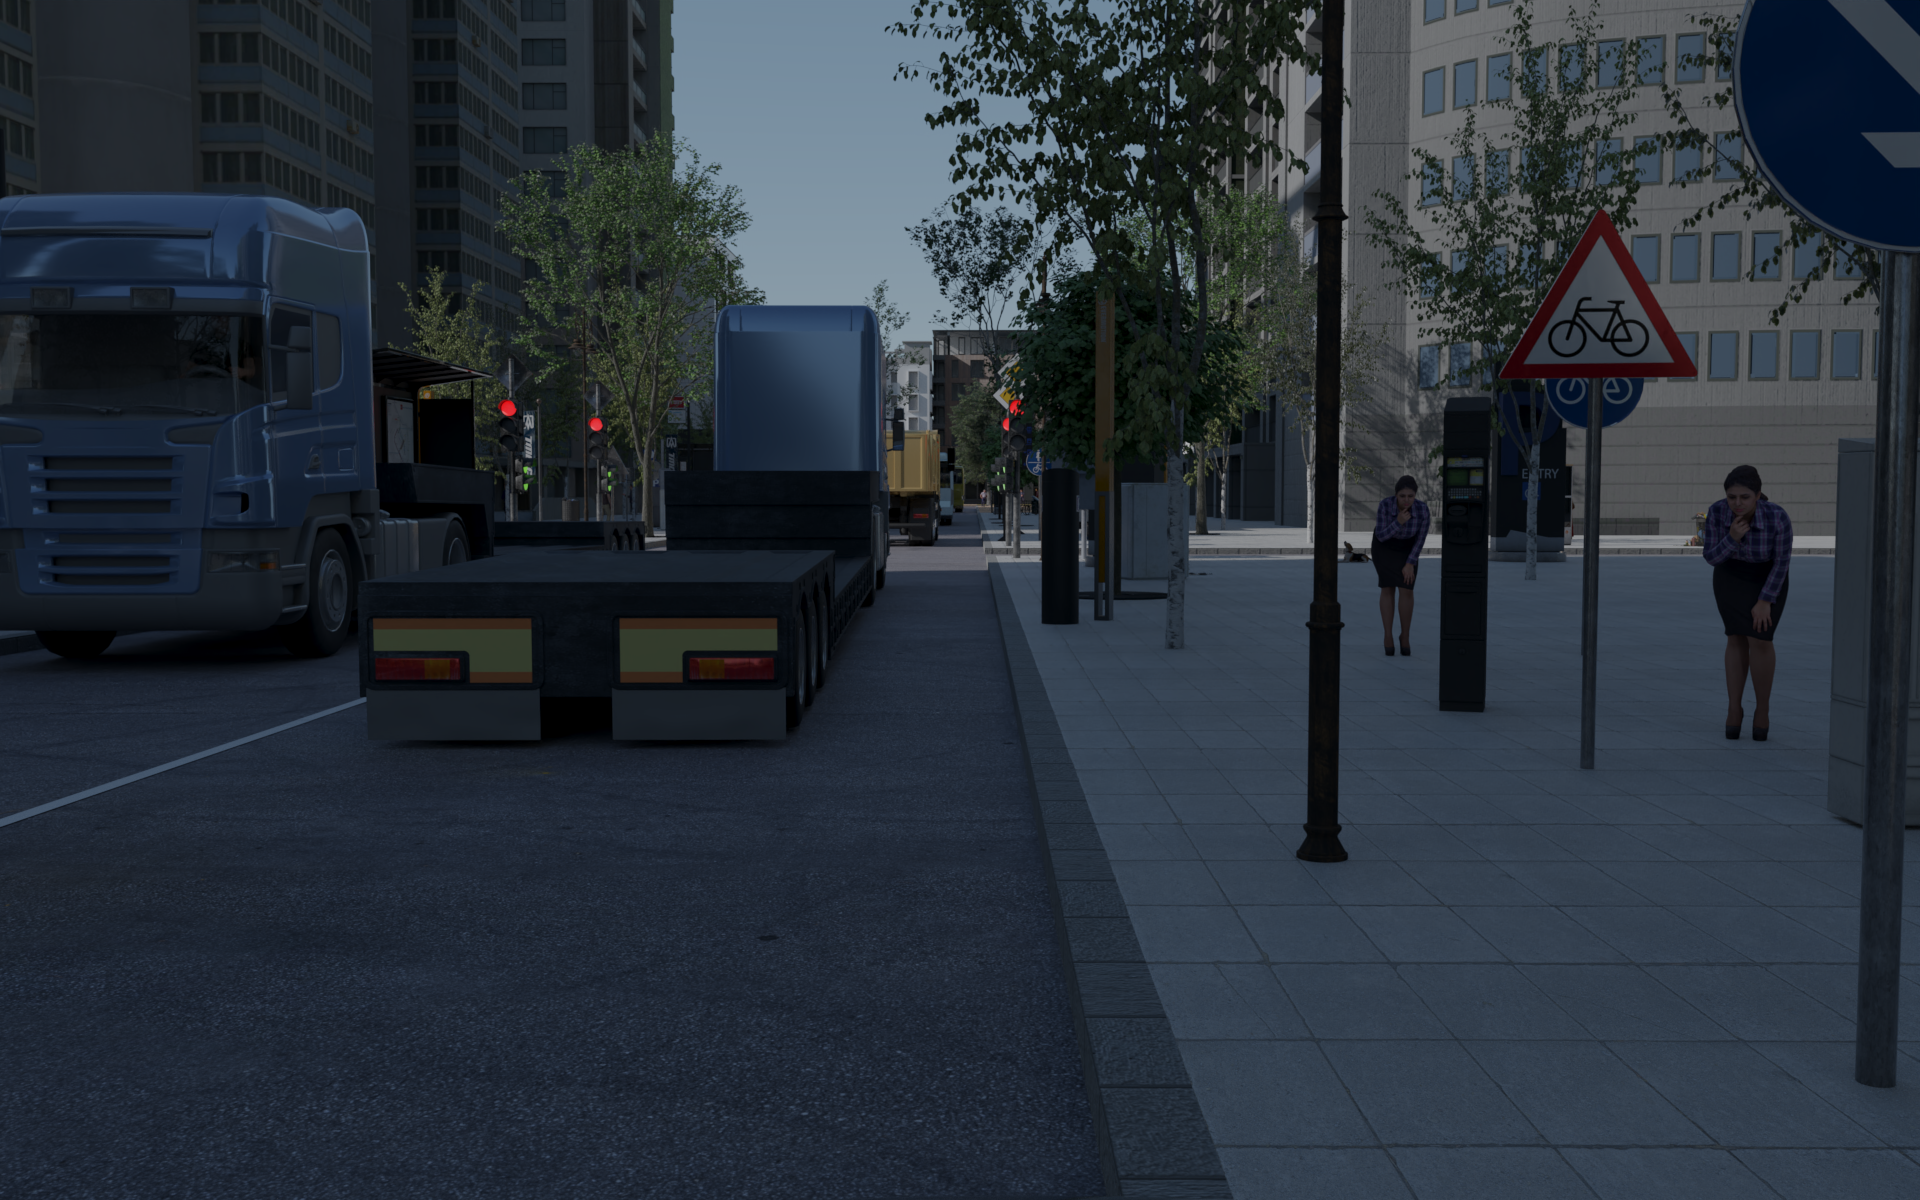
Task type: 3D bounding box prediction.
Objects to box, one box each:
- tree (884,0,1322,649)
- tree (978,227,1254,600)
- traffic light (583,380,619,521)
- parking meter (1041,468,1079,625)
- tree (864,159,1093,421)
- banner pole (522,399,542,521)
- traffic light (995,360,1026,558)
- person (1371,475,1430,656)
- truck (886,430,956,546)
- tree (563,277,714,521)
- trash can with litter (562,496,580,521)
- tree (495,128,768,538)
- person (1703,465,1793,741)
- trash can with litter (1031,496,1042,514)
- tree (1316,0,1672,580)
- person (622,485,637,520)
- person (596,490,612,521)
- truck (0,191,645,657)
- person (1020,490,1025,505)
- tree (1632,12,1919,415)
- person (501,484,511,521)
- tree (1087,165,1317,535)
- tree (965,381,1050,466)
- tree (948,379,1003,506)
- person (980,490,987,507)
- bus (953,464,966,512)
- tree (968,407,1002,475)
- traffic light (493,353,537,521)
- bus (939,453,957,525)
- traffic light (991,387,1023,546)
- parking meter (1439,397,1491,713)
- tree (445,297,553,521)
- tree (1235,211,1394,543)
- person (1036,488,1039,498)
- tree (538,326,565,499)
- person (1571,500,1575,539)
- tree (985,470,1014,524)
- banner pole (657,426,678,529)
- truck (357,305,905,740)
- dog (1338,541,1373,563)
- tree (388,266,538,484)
[{"bbox_3d":[1.547,-3.899,14.115,4.737,8.622,4.395,0,3,0],"label":"tree"},{"bbox_3d":[1.881,-2.313,21.539,4.285,4.588,4.351,0,3,0],"label":"tree"},{"bbox_3d":[-8.861,-3.284,42.620,0.839,4.253,0.868,0,4,0],"label":"traffic light"},{"bbox_3d":[0.993,-0.534,17.137,0.372,1.533,0.369,0,3,0],"label":"parking meter"},{"bbox_3d":[3.506,-14.828,98.321,12.611,20.169,13.585,0,3,0],"label":"tree"},{"bbox_3d":[-11.249,-3.405,45.688,0.863,3.779,0.401,2,4,29],"label":"banner pole"},{"bbox_3d":[1.119,-2.792,34.574,0.839,4.253,0.868,0,4,0],"label":"traffic light"},{"bbox_3d":[3.473,-0.268,13.656,0.421,1.427,0.697,0,4,5],"label":"person"},{"bbox_3d":[-1.924,-3.373,51.074,3.469,3.379,9.791,0,4,1],"label":"truck"},{"bbox_3d":[-10.664,-6.580,57.952,4.737,8.622,4.395,0,3,0],"label":"tree"},{"bbox_3d":[-11.976,-2.474,51.507,2.233,1.210,1.678,-1,4,-13],"label":"trash can with litter"},{"bbox_3d":[-9.314,-7.639,50.648,9.928,11.665,9.643,0,3,0],"label":"tree"},{"bbox_3d":[4.079,0.019,8.964,0.421,1.427,0.697,2,4,32],"label":"person"},{"bbox_3d":[5.037,-6.064,110.532,1.055,1.170,0.624,2,4,28],"label":"trash can with litter"},{"bbox_3d":[8.421,-4.615,25.823,4.737,8.622,4.395,0,3,0],"label":"tree"},{"bbox_3d":[-16.496,-4.884,86.422,0.750,1.759,0.617,-1,4,-13],"label":"person"},{"bbox_3d":[-12.989,-3.499,63.383,0.598,1.807,0.434,2,4,31],"label":"person"},{"bbox_3d":[-6.815,-1.983,22.173,2.967,4.110,18.799,0,4,-1],"label":"truck"},{"bbox_3d":[6.575,-10.797,183.021,0.683,1.767,0.568,1,4,14],"label":"person"},{"bbox_3d":[8.726,-4.013,15.975,4.360,8.622,3.978,0,3,0],"label":"tree"},{"bbox_3d":[-18.618,-3.943,71.213,0.504,1.737,0.576,2,4,27],"label":"person"},{"bbox_3d":[7.452,-7.860,54.274,9.928,11.665,9.643,0,3,0],"label":"tree"},{"bbox_3d":[3.808,-11.483,122.151,7.601,10.594,8.767,0,4,5],"label":"tree"},{"bbox_3d":[3.338,-17.357,190.435,9.857,13.997,8.962,0,3,0],"label":"tree"},{"bbox_3d":[2.400,-10.089,171.935,0.756,1.711,0.436,-1,4,-13],"label":"person"},{"bbox_3d":[-0.947,-8.939,137.696,2.896,3.916,12.252,0,3,0],"label":"bus"},{"bbox_3d":[2.681,-11.952,145.783,4.360,8.622,3.978,0,3,0],"label":"tree"},{"bbox_3d":[-8.922,-2.796,34.635,0.839,4.253,0.868,0,4,0],"label":"traffic light"},{"bbox_3d":[-1.603,-5.411,83.326,2.948,3.499,13.247,0,4,0],"label":"bus"},{"bbox_3d":[1.181,-3.281,42.559,0.839,4.253,0.868,0,4,0],"label":"traffic light"},{"bbox_3d":[2.999,-0.280,10.284,0.255,1.863,0.399,1,4,19],"label":"parking meter"},{"bbox_3d":[-16.989,-6.948,63.956,4.360,8.622,3.978,0,3,0],"label":"tree"},{"bbox_3d":[9.157,-5.786,44.963,4.360,8.622,3.978,0,3,0],"label":"tree"},{"bbox_3d":[7.246,-9.636,163.552,0.705,1.831,1.348,0,4,3],"label":"person"},{"bbox_3d":[-17.076,-7.552,73.834,4.737,8.622,4.395,0,3,0],"label":"tree"},{"bbox_3d":[17.156,-2.474,48.958,0.387,1.526,0.523,3,4,36],"label":"person"},{"bbox_3d":[1.994,-4.942,75.396,1.663,3.219,1.824,0,3,0],"label":"tree"},{"bbox_3d":[-10.727,-4.499,63.582,0.863,3.779,0.401,1,4,11],"label":"banner pole"},{"bbox_3d":[-2.255,-1.784,18.923,2.967,4.110,18.799,0,4,-1],"label":"truck"},{"bbox_3d":[7.436,-0.895,32.361,0.748,0.427,0.550,2,4,30],"label":"dog"},{"bbox_3d":[-16.233,-6.439,55.639,4.737,8.622,4.395,0,3,0],"label":"tree"}]
